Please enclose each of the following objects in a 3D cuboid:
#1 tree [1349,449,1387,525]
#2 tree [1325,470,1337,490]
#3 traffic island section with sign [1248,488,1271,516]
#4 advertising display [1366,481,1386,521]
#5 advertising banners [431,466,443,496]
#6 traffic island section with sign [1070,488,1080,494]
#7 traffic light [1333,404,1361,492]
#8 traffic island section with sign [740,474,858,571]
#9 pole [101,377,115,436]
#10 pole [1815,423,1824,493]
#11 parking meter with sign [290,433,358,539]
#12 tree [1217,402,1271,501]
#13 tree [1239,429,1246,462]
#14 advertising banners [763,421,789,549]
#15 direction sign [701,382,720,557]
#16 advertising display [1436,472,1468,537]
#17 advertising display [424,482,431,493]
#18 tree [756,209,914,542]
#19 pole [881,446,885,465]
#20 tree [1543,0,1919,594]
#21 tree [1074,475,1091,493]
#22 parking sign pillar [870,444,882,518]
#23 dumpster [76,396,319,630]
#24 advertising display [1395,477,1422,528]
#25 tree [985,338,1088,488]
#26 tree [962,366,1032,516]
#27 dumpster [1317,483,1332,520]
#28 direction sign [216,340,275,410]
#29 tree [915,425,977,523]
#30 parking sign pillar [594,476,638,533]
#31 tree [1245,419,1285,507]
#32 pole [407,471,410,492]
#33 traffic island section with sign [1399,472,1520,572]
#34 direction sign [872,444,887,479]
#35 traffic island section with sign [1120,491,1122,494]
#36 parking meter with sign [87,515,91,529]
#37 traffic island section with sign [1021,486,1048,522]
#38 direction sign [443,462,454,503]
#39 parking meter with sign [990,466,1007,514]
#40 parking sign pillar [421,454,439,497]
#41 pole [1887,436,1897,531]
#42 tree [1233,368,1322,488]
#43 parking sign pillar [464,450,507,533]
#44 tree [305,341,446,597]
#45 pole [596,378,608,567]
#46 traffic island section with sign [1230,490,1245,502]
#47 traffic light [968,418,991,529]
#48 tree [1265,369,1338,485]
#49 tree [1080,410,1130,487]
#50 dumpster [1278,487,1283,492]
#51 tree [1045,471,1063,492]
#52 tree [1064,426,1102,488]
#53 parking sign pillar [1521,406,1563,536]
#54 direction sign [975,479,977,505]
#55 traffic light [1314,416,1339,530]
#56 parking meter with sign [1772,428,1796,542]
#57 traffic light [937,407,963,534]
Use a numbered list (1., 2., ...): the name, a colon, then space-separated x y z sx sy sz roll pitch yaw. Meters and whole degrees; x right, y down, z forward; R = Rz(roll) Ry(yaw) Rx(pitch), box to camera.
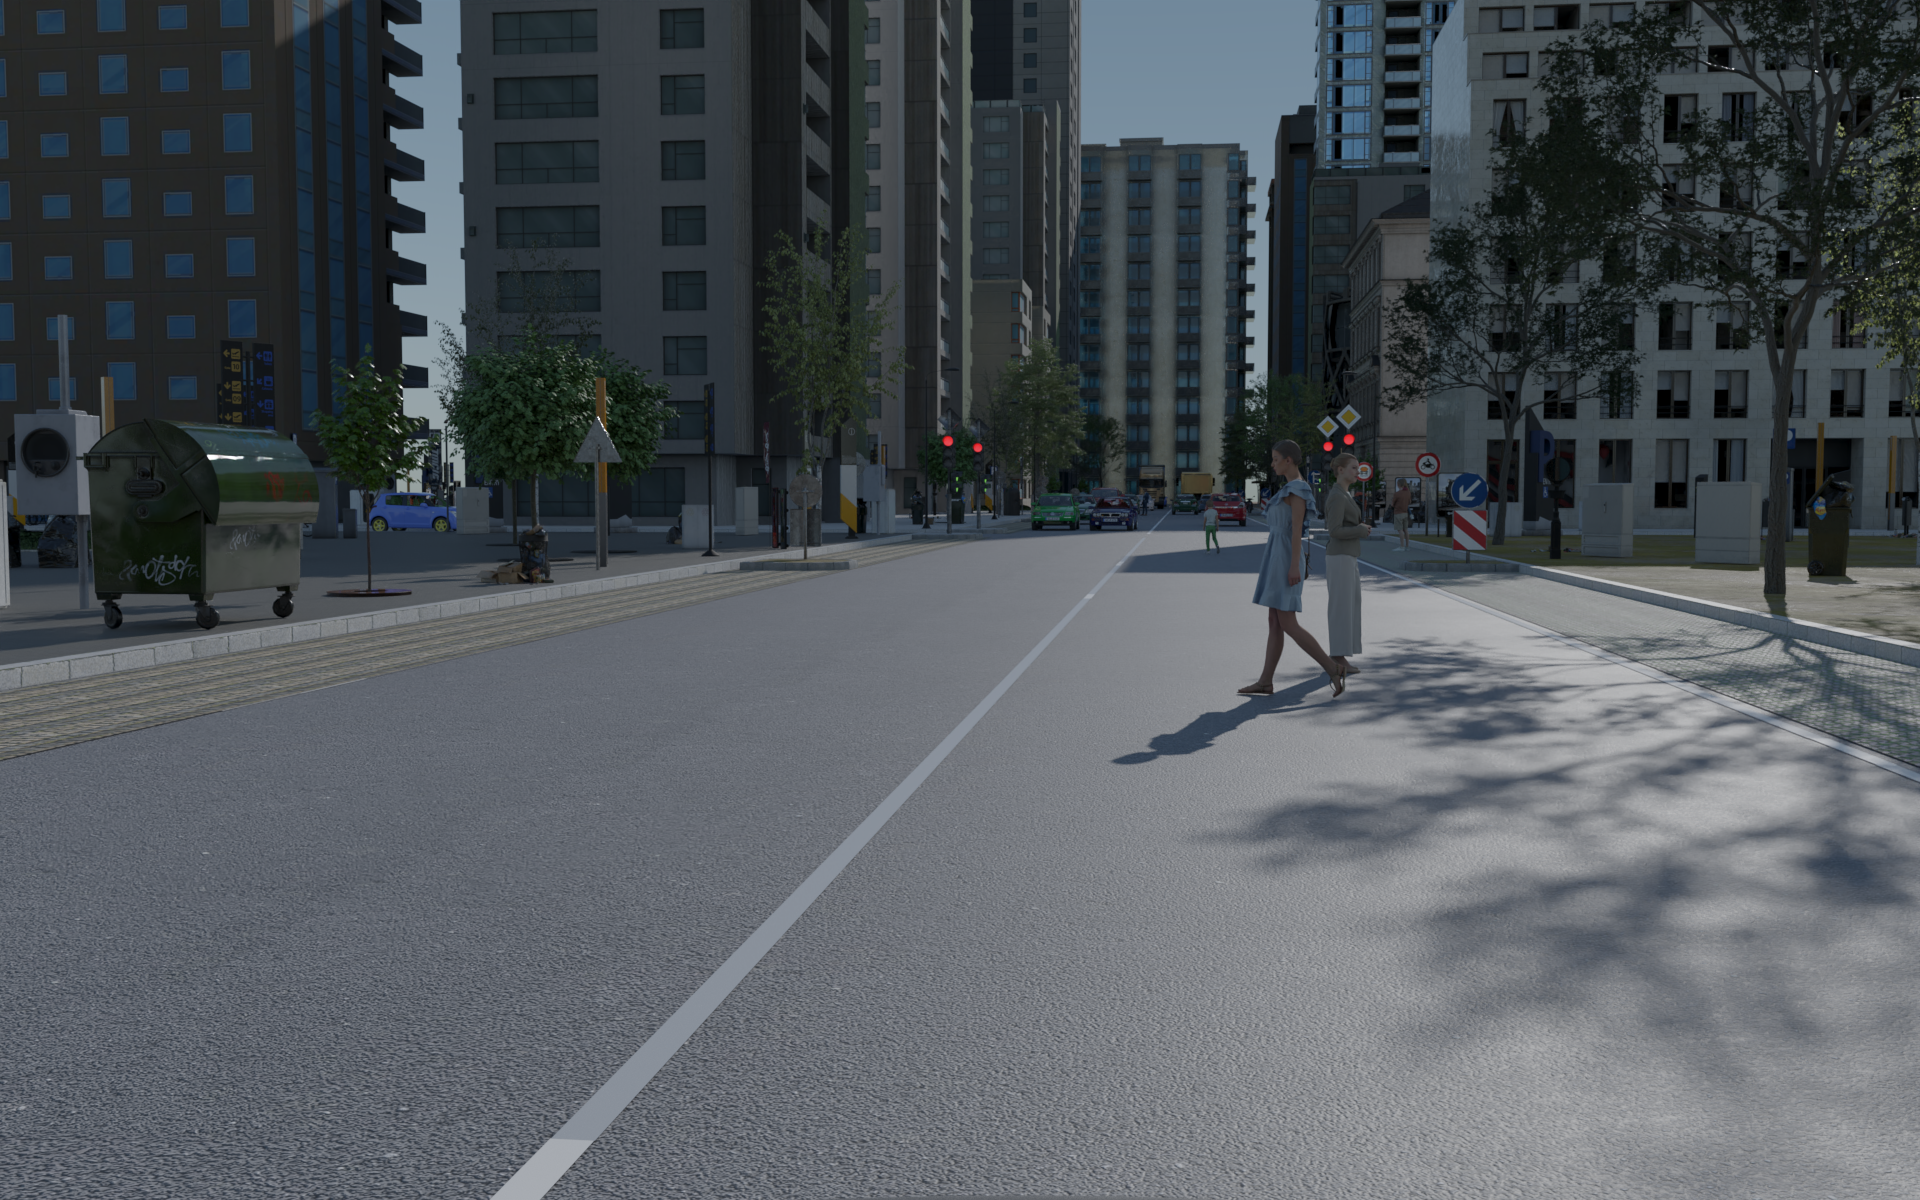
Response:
1. tree: 17.071 -4.790 72.926 1.663 3.219 1.824 0 3 0
2. tree: 17.634 -5.226 80.045 1.663 3.219 1.824 0 3 0
3. traffic island section with sign: 19.918 -6.424 113.658 1.989 1.847 2.006 0 4 7
4. advertising display: 20.141 -4.812 83.886 0.974 1.923 0.123 1 4 12
5. advertising banners: -32.638 -6.814 107.591 2.074 3.025 0.090 3 5 43
6. traffic island section with sign: 7.678 -6.507 115.017 1.989 1.847 2.006 0 4 7
7. traffic light: 12.131 -3.997 54.271 0.839 4.253 0.868 0 4 7
8. traffic island section with sign: -3.018 -1.501 33.165 1.989 1.847 2.006 0 4 7
9. pole: -14.856 -2.227 30.262 0.158 3.312 0.155 0 3 0
10. pole: 24.553 -3.403 49.489 0.158 3.312 0.155 0 3 0
11. parking meter with sign: -18.326 -3.283 49.944 1.738 3.016 0.543 -1 4 -10
12. tree: 35.424 -18.036 213.011 7.486 12.596 7.792 0 3 0
13. tree: 30.396 -13.819 176.302 4.360 8.622 3.978 0 3 0
14. advertising banners: -4.377 -2.744 41.056 0.090 3.025 2.074 -1 4 -21
15. direction sign: -5.144 -2.668 35.616 0.379 3.537 0.876 -1 4 -20
16. advertising display: 14.635 -2.826 51.419 0.974 1.923 0.123 0 4 0
17. advertising display: -29.394 -5.531 95.651 0.123 1.923 0.974 0 4 0
18. tree: -3.575 -5.843 45.895 4.737 8.622 4.395 0 3 0
19. pole: -3.255 -4.853 73.195 0.158 3.312 0.155 0 3 0
20. tree: 10.225 -5.349 21.867 7.601 10.594 8.767 -2 4 -35
21. tree: 12.063 -10.858 172.130 1.663 3.219 1.824 0 3 0
22. parking sign pillar: -4.823 -6.485 94.506 1.447 3.967 1.447 1 4 17
23. dumpster: -7.517 -0.897 17.156 1.502 2.255 1.985 0 4 7
24. advertising display: 16.958 -3.692 65.583 0.974 1.923 0.123 2 4 26
25. tree: 5.585 -12.678 125.412 7.486 12.596 7.792 0 3 0
26. tree: 2.246 -9.071 98.678 4.360 8.622 3.978 0 3 0
27. dumpster: 18.649 -4.978 87.145 1.264 1.857 1.865 0 4 7
28. direction sign: -10.596 -2.071 25.855 0.379 3.537 0.876 2 4 33
29. tree: -0.430 -5.720 77.229 4.285 4.588 4.351 0 3 0
30. parking sign pillar: -11.395 -4.206 57.247 1.447 3.967 1.447 1 4 23
31. tree: 28.459 -12.725 158.415 4.360 8.622 3.978 0 3 0
32. pole: -40.526 -8.161 127.268 0.158 3.312 0.155 0 3 0
33. traffic island section with sign: 9.340 -1.463 32.554 1.989 1.847 2.006 0 4 7
34. direction sign: -3.773 -5.535 82.495 0.379 3.537 0.876 1 4 9
35. traffic island section with sign: 17.794 -11.251 192.579 1.989 1.847 2.006 0 4 7
36. parking meter with sign: -23.529 -3.191 48.440 1.738 3.016 0.543 -3 5 -43
37. traffic island section with sign: 4.179 -4.872 88.289 1.989 1.847 2.006 0 4 7
38. direction sign: -36.250 -8.004 122.855 0.876 3.537 0.379 1 4 23
39. parking meter with sign: 2.636 -6.939 109.712 0.543 3.016 1.738 2 4 35
40. parking sign pillar: -35.053 -7.734 114.928 1.447 3.967 1.447 1 4 18
41. pole: 32.543 -4.075 60.471 0.158 3.312 0.155 0 3 0
42. tree: 26.293 -13.220 141.902 9.928 11.665 9.643 0 3 0
43. parking sign pillar: -15.837 -4.229 57.621 1.447 3.967 1.447 2 4 32
44. tree: -7.393 -1.676 22.011 1.663 3.219 1.824 0 3 0
45. pole: -6.306 -2.241 30.490 0.158 3.312 0.155 0 3 0
46. traffic island section with sign: 26.445 -9.479 163.611 1.989 1.847 2.006 0 4 7
47. traffic light: 0.707 -4.579 63.794 0.839 4.253 0.868 0 4 7
48. tree: 20.457 -9.300 102.414 4.737 8.622 4.395 0 3 0
49. tree: 17.530 -17.727 215.585 9.928 11.665 9.643 0 3 0
50. dumpster: 23.546 -7.278 124.756 1.264 1.857 1.865 0 4 7
51. tree: 7.282 -8.754 137.726 1.663 3.219 1.824 0 3 0
52. tree: 13.065 -14.398 185.765 4.360 8.622 3.978 0 3 0
53. parking sign pillar: 17.796 -3.958 53.183 1.447 3.967 1.447 3 5 42
54. direction sign: 1.283 -8.937 138.114 0.379 3.537 0.876 0 4 6
55. traffic light: 13.165 -4.481 62.190 0.839 4.253 0.868 0 4 7
56. parking meter with sign: 22.225 -3.082 46.659 0.543 3.016 1.738 2 4 29
57. traffic light: -0.327 -4.095 55.876 0.839 4.253 0.868 0 4 7
